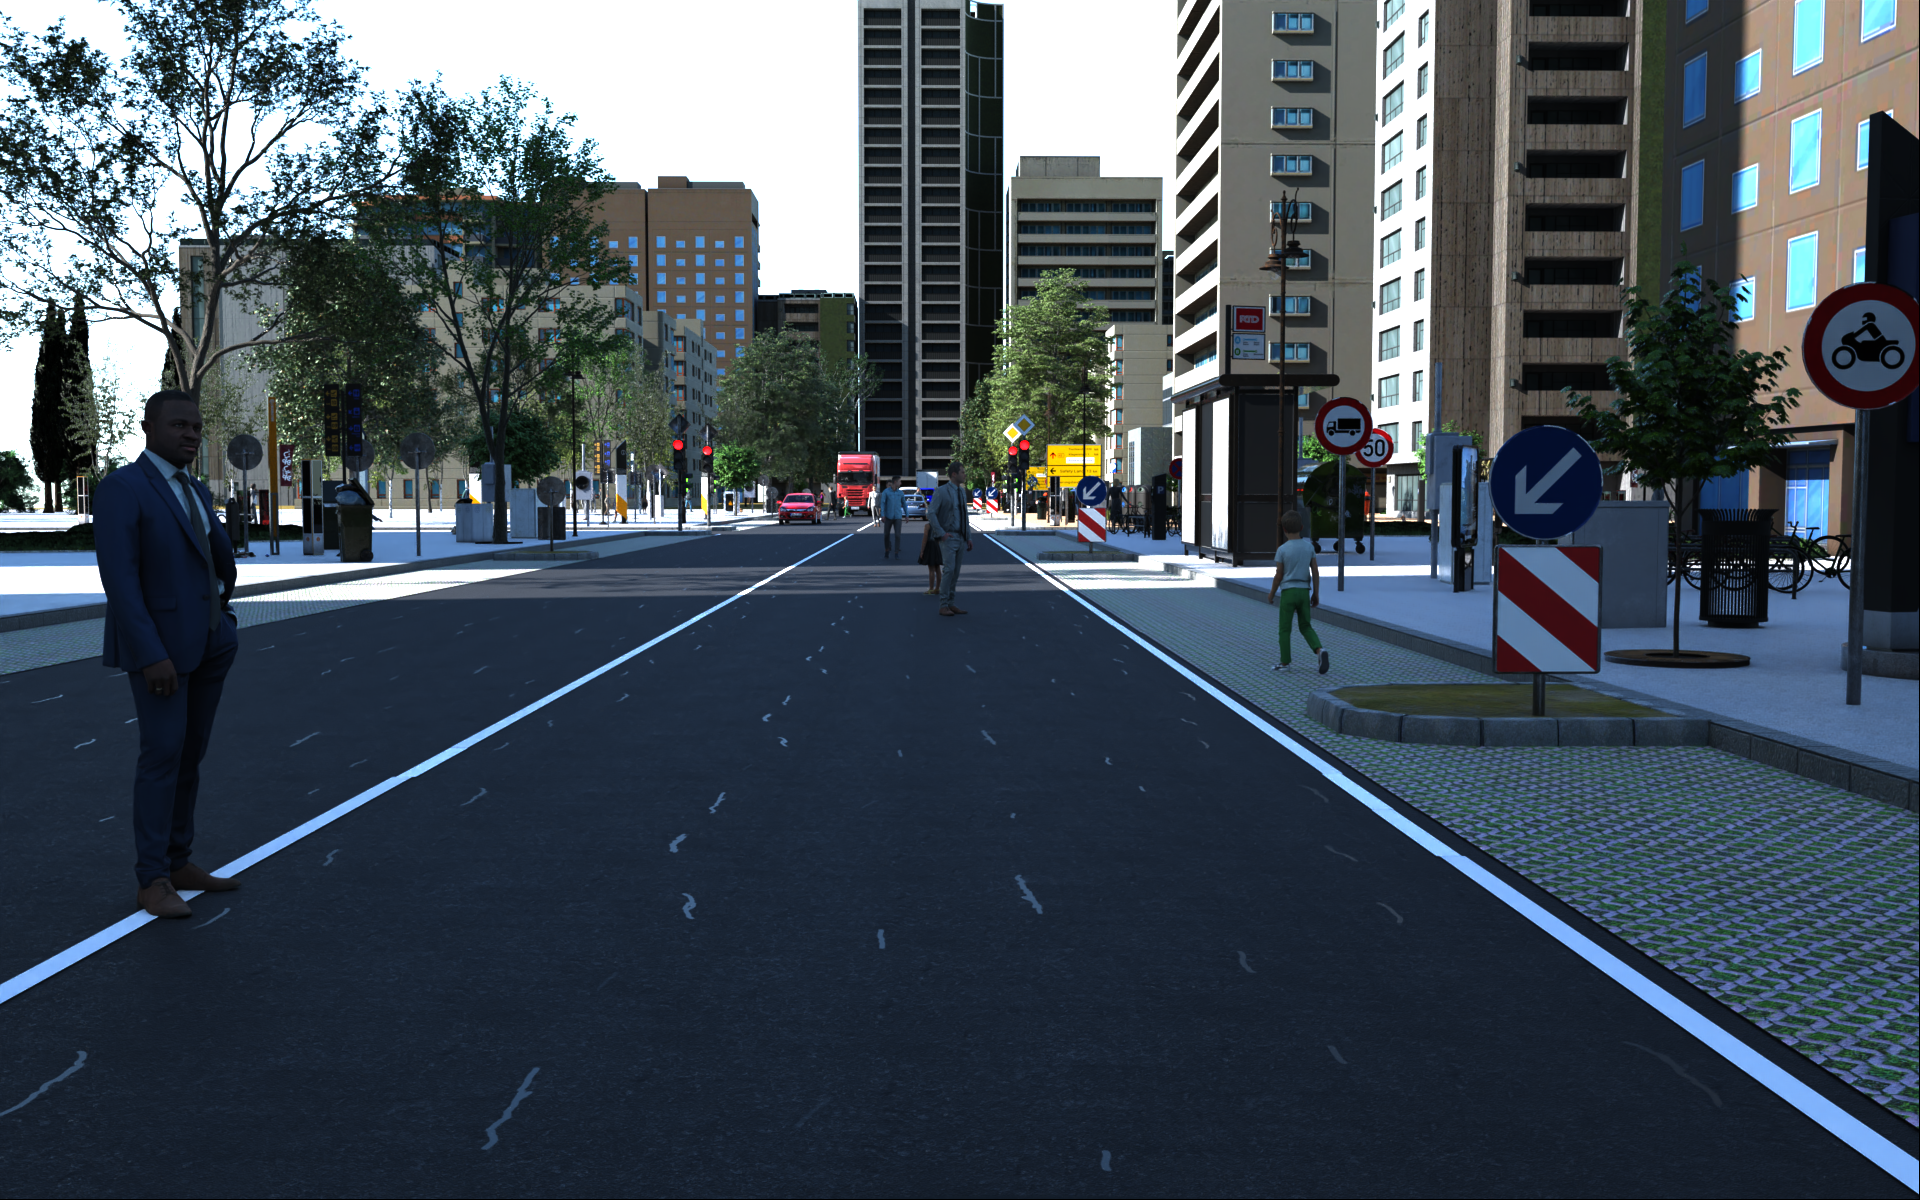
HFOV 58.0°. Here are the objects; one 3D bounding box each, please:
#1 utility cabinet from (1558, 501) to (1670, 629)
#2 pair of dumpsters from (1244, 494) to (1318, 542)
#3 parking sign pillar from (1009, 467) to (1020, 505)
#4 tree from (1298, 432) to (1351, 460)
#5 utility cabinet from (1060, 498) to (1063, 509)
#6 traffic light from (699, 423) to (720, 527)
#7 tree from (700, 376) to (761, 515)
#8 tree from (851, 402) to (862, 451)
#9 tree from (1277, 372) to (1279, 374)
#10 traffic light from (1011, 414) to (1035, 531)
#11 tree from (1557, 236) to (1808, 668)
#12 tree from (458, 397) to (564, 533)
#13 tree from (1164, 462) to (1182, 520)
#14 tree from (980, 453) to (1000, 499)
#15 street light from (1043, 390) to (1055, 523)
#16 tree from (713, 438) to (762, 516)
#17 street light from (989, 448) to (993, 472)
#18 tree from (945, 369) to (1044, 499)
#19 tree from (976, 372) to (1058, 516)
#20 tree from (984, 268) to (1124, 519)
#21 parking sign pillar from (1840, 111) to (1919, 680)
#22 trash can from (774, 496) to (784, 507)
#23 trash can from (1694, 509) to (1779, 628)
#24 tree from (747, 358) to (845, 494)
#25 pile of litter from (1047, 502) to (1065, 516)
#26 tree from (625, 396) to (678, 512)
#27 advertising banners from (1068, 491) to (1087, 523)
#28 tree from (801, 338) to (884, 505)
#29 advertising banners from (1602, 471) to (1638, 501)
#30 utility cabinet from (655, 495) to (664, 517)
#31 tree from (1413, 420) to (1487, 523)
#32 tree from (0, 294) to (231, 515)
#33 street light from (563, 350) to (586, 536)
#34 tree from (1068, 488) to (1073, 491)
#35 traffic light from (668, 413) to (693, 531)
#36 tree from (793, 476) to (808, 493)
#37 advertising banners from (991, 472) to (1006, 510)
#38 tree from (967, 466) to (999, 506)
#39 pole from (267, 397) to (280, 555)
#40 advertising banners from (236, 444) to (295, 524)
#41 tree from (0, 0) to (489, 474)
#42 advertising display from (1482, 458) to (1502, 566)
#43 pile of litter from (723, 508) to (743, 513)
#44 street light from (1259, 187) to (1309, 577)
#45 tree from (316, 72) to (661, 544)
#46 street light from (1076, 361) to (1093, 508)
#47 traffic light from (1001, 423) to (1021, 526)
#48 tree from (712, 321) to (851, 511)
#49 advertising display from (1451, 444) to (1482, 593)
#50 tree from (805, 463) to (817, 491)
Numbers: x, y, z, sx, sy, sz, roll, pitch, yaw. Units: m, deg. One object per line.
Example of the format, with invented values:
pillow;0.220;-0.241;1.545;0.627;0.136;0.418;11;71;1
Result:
utility cabinet;6.273;-0.336;16.662;1.020;1.237;0.306;-1;4;-11
pair of dumpsters;8.783;-2.758;47.583;1.574;2.255;4.437;0;4;-1
parking sign pillar;3.863;-8.266;123.624;1.447;3.967;1.447;-1;4;-17
tree;17.830;-6.275;86.310;4.285;4.588;4.351;0;3;0
utility cabinet;6.995;-6.964;125.022;1.020;1.237;0.306;0;4;-4
traffic light;-9.897;-4.854;68.282;0.839;4.253;0.868;0;4;-1
tree;-14.150;-9.567;106.784;4.360;8.622;3.978;0;3;0
tree;-15.157;-16.556;177.340;9.857;13.997;8.962;0;3;0
tree;18.339;-9.429;104.530;4.737;8.622;4.395;0;3;0
traffic light;2.217;-4.381;60.546;0.839;4.253;0.868;0;4;-1
tree;5.340;-1.133;13.127;1.663;3.219;1.824;0;3;0
tree;-15.057;-4.555;58.187;4.285;4.588;4.351;0;3;0
tree;11.096;-5.681;87.478;1.663;3.219;1.824;0;3;0
tree;2.818;-13.918;177.925;4.360;8.622;3.978;0;3;0
street light;3.966;-6.383;77.149;0.468;5.910;1.993;0;4;-1
tree;-13.061;-7.159;100.762;4.285;4.588;4.351;0;3;0
street light;2.666;-10.413;143.037;0.468;5.910;1.993;0;4;-1
tree;3.302;-14.780;158.658;9.611;12.733;9.660;0;3;0
tree;3.569;-9.455;104.956;4.737;8.622;4.395;0;3;0
tree;4.665;-10.343;87.227;7.486;12.596;7.792;0;3;0
parking sign pillar;7.124;-1.457;12.300;1.447;3.967;1.447;0;4;-8
trash can;-12.754;-6.739;121.835;0.748;1.137;0.748;0;3;0
trash can;7.486;-0.311;16.736;0.748;1.137;0.748;0;3;0
tree;-13.983;-13.787;142.426;9.611;12.733;9.660;0;3;0
pile of litter;5.550;-5.273;100.180;1.719;0.858;1.176;-1;4;-20
tree;-22.458;-10.647;124.446;4.737;8.622;4.395;0;3;0
advertising banners;5.523;-4.998;77.905;2.074;3.025;0.090;-3;5;-40
tree;-16.350;-21.750;211.502;12.611;20.169;13.585;0;3;0
advertising banners;27.154;-4.588;71.198;2.074;3.025;0.090;-1;4;-22
utility cabinet;-17.140;-5.321;98.166;0.306;1.237;1.020;-3;4;-39
tree;21.533;-5.661;76.278;4.285;4.588;4.351;0;3;0
tree;-59.609;-13.317;119.556;18.604;14.587;13.155;-1;4;-10
street light;-11.666;-4.864;52.320;0.468;5.910;1.993;0;4;-1
tree;7.266;-7.222;112.688;1.663;3.219;1.824;0;3;0
traffic light;-9.742;-4.366;60.298;0.839;4.253;0.868;0;4;-1
tree;-13.776;-9.568;151.038;1.663;3.219;1.824;0;3;0
advertising banners;3.036;-8.547;135.926;0.090;3.025;2.074;-2;4;-34
tree;2.186;-13.848;210.131;4.285;4.588;4.351;0;3;0
pole;-14.461;-2.606;36.455;0.158;3.312;0.155;0;3;0
advertising banners;-24.153;-3.915;60.197;2.074;3.025;0.090;-3;4;-36
tree;-11.694;-5.613;26.186;7.601;10.594;8.767;2;4;25
advertising display;9.484;-1.575;30.962;0.123;1.923;0.974;0;4;0
pile of litter;-15.595;-6.513;120.448;1.719;0.858;1.176;0;4;-1
street light;4.934;-3.287;26.528;0.468;5.910;1.993;0;4;-1
tree;-11.965;-7.245;44.214;9.928;11.665;9.643;0;3;0
street light;4.323;-5.348;60.223;0.468;5.910;1.993;0;4;-1
traffic light;2.061;-4.869;68.530;0.839;4.253;0.868;0;4;-1
tree;-14.370;-13.590;128.844;9.857;13.997;8.962;0;3;0
advertising display;6.671;-1.081;22.881;0.123;1.923;0.974;2;4;29
tree;-14.674;-13.077;164.169;4.737;8.622;4.395;0;3;0
